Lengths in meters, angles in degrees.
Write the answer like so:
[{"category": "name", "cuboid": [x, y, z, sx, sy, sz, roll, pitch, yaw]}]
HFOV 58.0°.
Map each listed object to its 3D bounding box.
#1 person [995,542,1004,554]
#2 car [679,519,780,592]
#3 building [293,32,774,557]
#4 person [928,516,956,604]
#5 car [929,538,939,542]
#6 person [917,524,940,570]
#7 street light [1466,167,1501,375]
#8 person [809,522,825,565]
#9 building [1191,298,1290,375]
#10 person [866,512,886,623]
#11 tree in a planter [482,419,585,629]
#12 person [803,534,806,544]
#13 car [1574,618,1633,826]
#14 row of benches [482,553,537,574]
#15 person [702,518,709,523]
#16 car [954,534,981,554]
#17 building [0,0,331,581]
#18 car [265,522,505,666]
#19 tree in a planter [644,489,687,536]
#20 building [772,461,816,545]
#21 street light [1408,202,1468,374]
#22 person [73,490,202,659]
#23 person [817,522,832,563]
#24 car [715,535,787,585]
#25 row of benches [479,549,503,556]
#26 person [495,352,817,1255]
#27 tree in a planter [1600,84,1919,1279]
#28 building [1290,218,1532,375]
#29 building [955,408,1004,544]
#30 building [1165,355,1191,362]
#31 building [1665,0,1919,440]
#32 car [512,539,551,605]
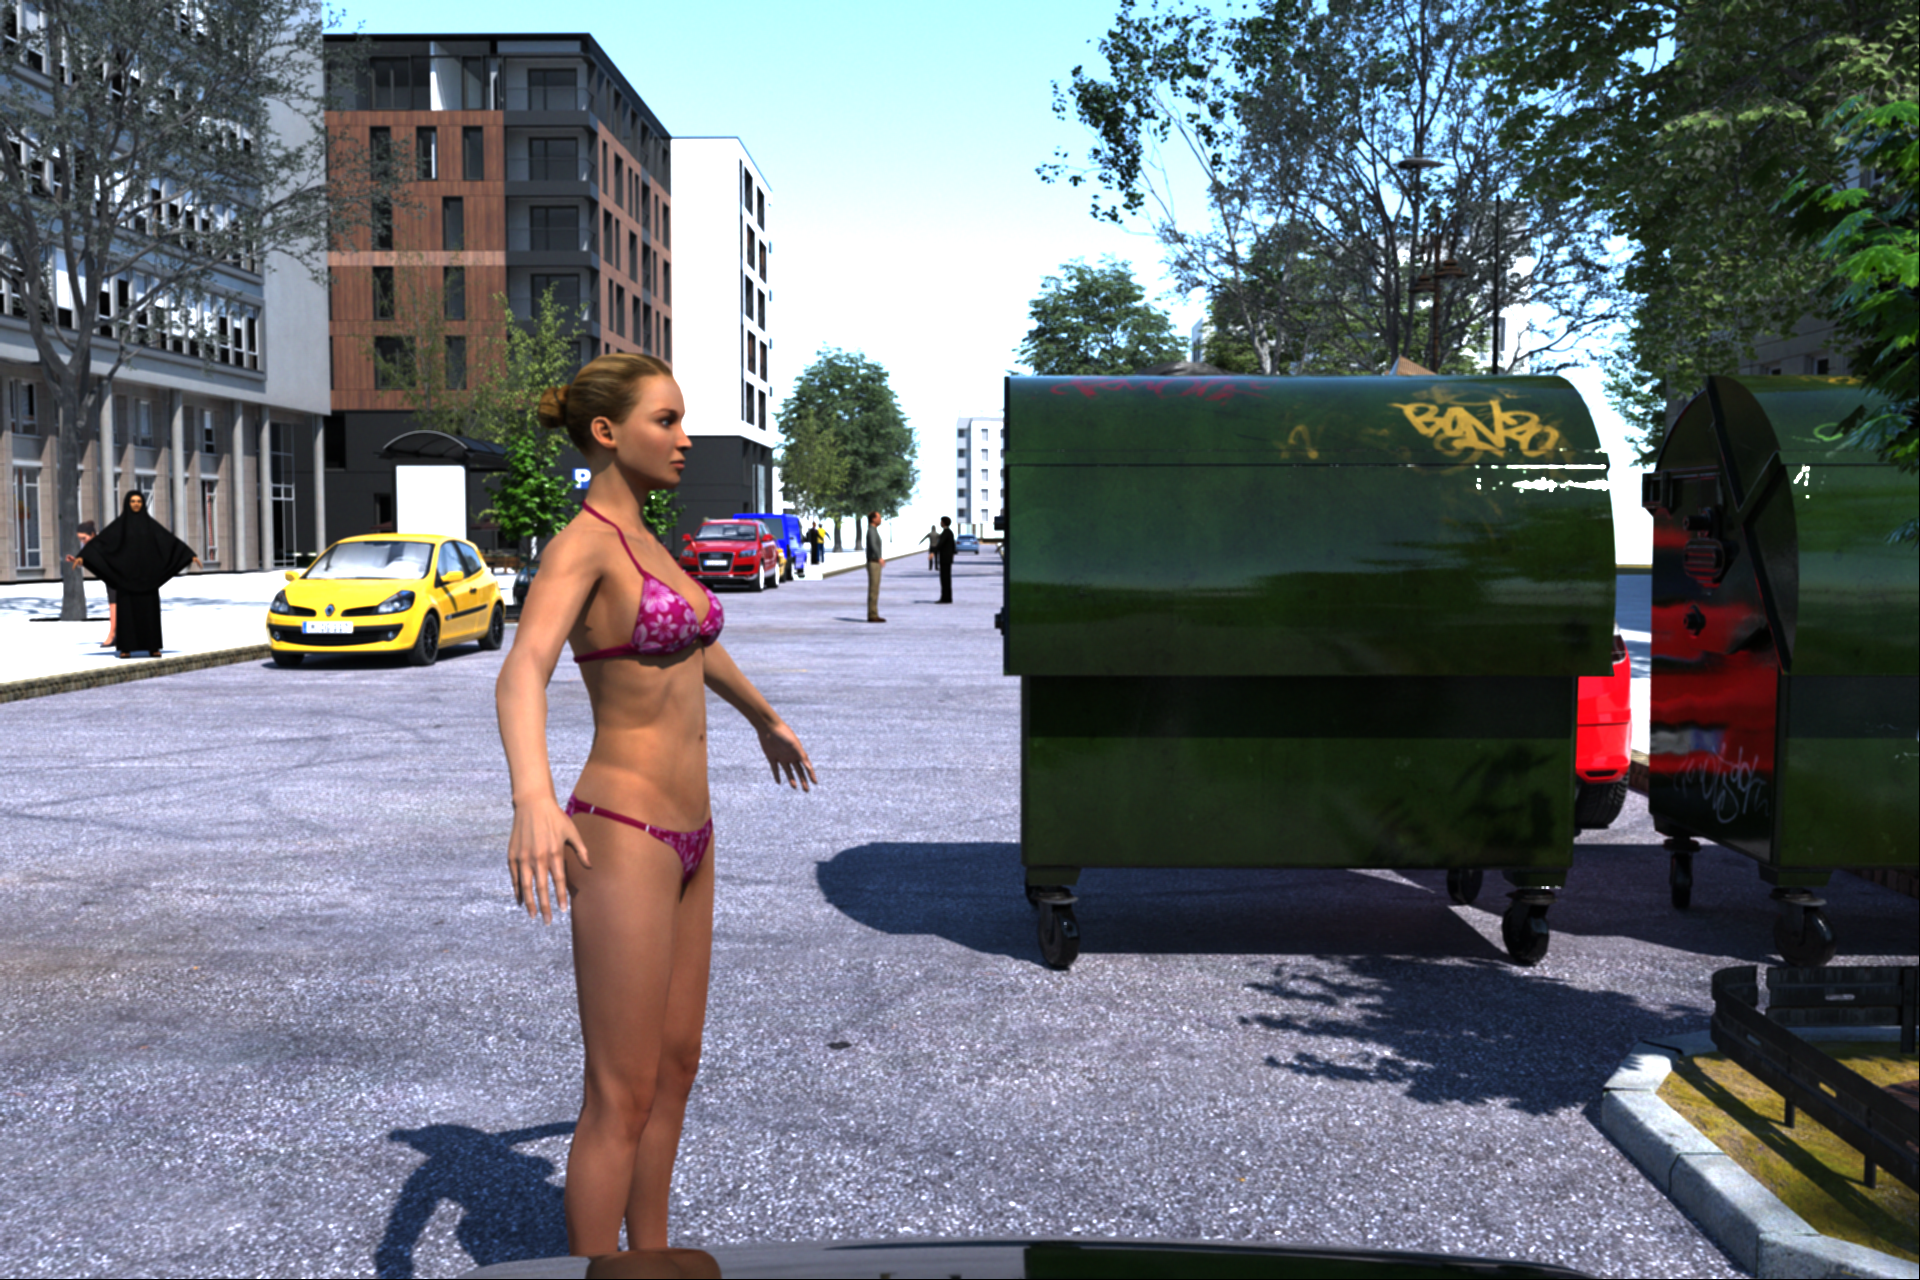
[{"category": "person", "cuboid": [1.607, -2.418, 48.121, 1.348, 1.813, 0.705, -2, 4, -29]}, {"category": "car", "cuboid": [-5.845, -2.179, 44.294, 2.281, 1.827, 5.304, 0, 4, 1]}, {"category": "building", "cuboid": [-25.360, -14.891, 87.437, 27.936, 21.610, 32.646, 0, 4, 1]}, {"category": "person", "cuboid": [-0.324, -1.659, 35.770, 0.705, 1.806, 1.347, 1, 4, 19]}, {"category": "car", "cuboid": [-1.411, -7.637, 134.651, 2.009, 1.686, 4.222, 0, 4, 1]}, {"category": "person", "cuboid": [-1.029, -3.650, 68.260, 1.348, 1.813, 0.705, 1, 4, 8]}, {"category": "street light", "cuboid": [7.191, -2.996, 21.533, 1.470, 5.913, 1.316, 0, 4, 1]}, {"category": "person", "cuboid": [-6.076, -4.050, 72.448, 0.704, 1.802, 1.346, 2, 4, 27]}, {"category": "building", "cuboid": [27.836, -16.298, 132.937, 16.747, 18.905, 31.486, 0, 4, 1]}, {"category": "person", "cuboid": [-1.370, -1.190, 28.184, 0.705, 1.796, 1.348, 0, 4, -6]}, {"category": "tree in a planter", "cuboid": [-6.722, -1.817, 26.935, 1.991, 3.239, 1.994, 0, 4, 2]}, {"category": "person", "cuboid": [-6.444, -3.713, 67.436, 0.721, 1.740, 1.216, 3, 5, 44]}, {"category": "car", "cuboid": [2.348, -0.058, 9.992, 2.155, 1.783, 4.494, 0, 4, 1]}, {"category": "row of benches", "cuboid": [-15.082, -2.534, 56.902, 4.104, 0.672, 1.422, 2, 4, 24]}, {"category": "person", "cuboid": [-8.882, -3.361, 60.739, 0.705, 1.856, 1.354, 0, 4, -4]}, {"category": "car", "cuboid": [0.457, -6.794, 123.092, 2.014, 1.417, 4.499, 0, 4, 0]}, {"category": "building", "cuboid": [-32.035, -14.295, 41.326, 19.016, 26.051, 41.698, 0, 4, 1]}, {"category": "car", "cuboid": [-6.564, -0.598, 20.009, 2.015, 1.641, 3.980, 0, 4, 1]}, {"category": "tree in a planter", "cuboid": [-6.581, -2.333, 35.371, 1.991, 3.239, 1.994, 0, 4, 1]}, {"category": "building", "cuboid": [-22.171, -16.576, 213.159, 9.099, 9.664, 28.070, 0, 3, 0]}, {"category": "street light", "cuboid": [6.732, -3.167, 24.561, 0.468, 5.910, 1.993, 0, 4, 1]}, {"category": "person", "cuboid": [-8.480, -0.678, 17.871, 1.214, 1.737, 0.721, -2, 4, -32]}, {"category": "person", "cuboid": [-6.214, -4.332, 76.792, 1.349, 1.833, 0.705, -3, 4, -39]}, {"category": "car", "cuboid": [-6.011, -2.415, 49.715, 2.015, 1.641, 3.980, 0, 4, 1]}, {"category": "row of benches", "cuboid": [-20.354, -3.294, 69.322, 4.104, 0.672, 1.422, -2, 4, -28]}, {"category": "person", "cuboid": [-0.471, 0.388, 2.916, 0.721, 1.733, 1.217, 1, 4, 11]}, {"category": "tree in a planter", "cuboid": [2.535, -0.396, 3.692, 1.991, 3.239, 1.994, 0, 4, 1]}, {"category": "building", "cuboid": [26.315, -15.548, 110.631, 16.016, 20.090, 11.380, 0, 4, 1]}, {"category": "building", "cuboid": [-0.177, -23.920, 249.971, 11.380, 20.090, 16.016, -1, 4, -9]}, {"category": "building", "cuboid": [28.565, -19.167, 179.837, 16.747, 18.905, 31.486, 0, 4, 2]}, {"category": "building", "cuboid": [26.402, -14.791, 39.090, 12.463, 27.353, 25.104, 0, 4, 1]}, {"category": "car", "cuboid": [-6.594, -1.265, 30.464, 2.009, 1.686, 4.222, 0, 4, 1]}]
